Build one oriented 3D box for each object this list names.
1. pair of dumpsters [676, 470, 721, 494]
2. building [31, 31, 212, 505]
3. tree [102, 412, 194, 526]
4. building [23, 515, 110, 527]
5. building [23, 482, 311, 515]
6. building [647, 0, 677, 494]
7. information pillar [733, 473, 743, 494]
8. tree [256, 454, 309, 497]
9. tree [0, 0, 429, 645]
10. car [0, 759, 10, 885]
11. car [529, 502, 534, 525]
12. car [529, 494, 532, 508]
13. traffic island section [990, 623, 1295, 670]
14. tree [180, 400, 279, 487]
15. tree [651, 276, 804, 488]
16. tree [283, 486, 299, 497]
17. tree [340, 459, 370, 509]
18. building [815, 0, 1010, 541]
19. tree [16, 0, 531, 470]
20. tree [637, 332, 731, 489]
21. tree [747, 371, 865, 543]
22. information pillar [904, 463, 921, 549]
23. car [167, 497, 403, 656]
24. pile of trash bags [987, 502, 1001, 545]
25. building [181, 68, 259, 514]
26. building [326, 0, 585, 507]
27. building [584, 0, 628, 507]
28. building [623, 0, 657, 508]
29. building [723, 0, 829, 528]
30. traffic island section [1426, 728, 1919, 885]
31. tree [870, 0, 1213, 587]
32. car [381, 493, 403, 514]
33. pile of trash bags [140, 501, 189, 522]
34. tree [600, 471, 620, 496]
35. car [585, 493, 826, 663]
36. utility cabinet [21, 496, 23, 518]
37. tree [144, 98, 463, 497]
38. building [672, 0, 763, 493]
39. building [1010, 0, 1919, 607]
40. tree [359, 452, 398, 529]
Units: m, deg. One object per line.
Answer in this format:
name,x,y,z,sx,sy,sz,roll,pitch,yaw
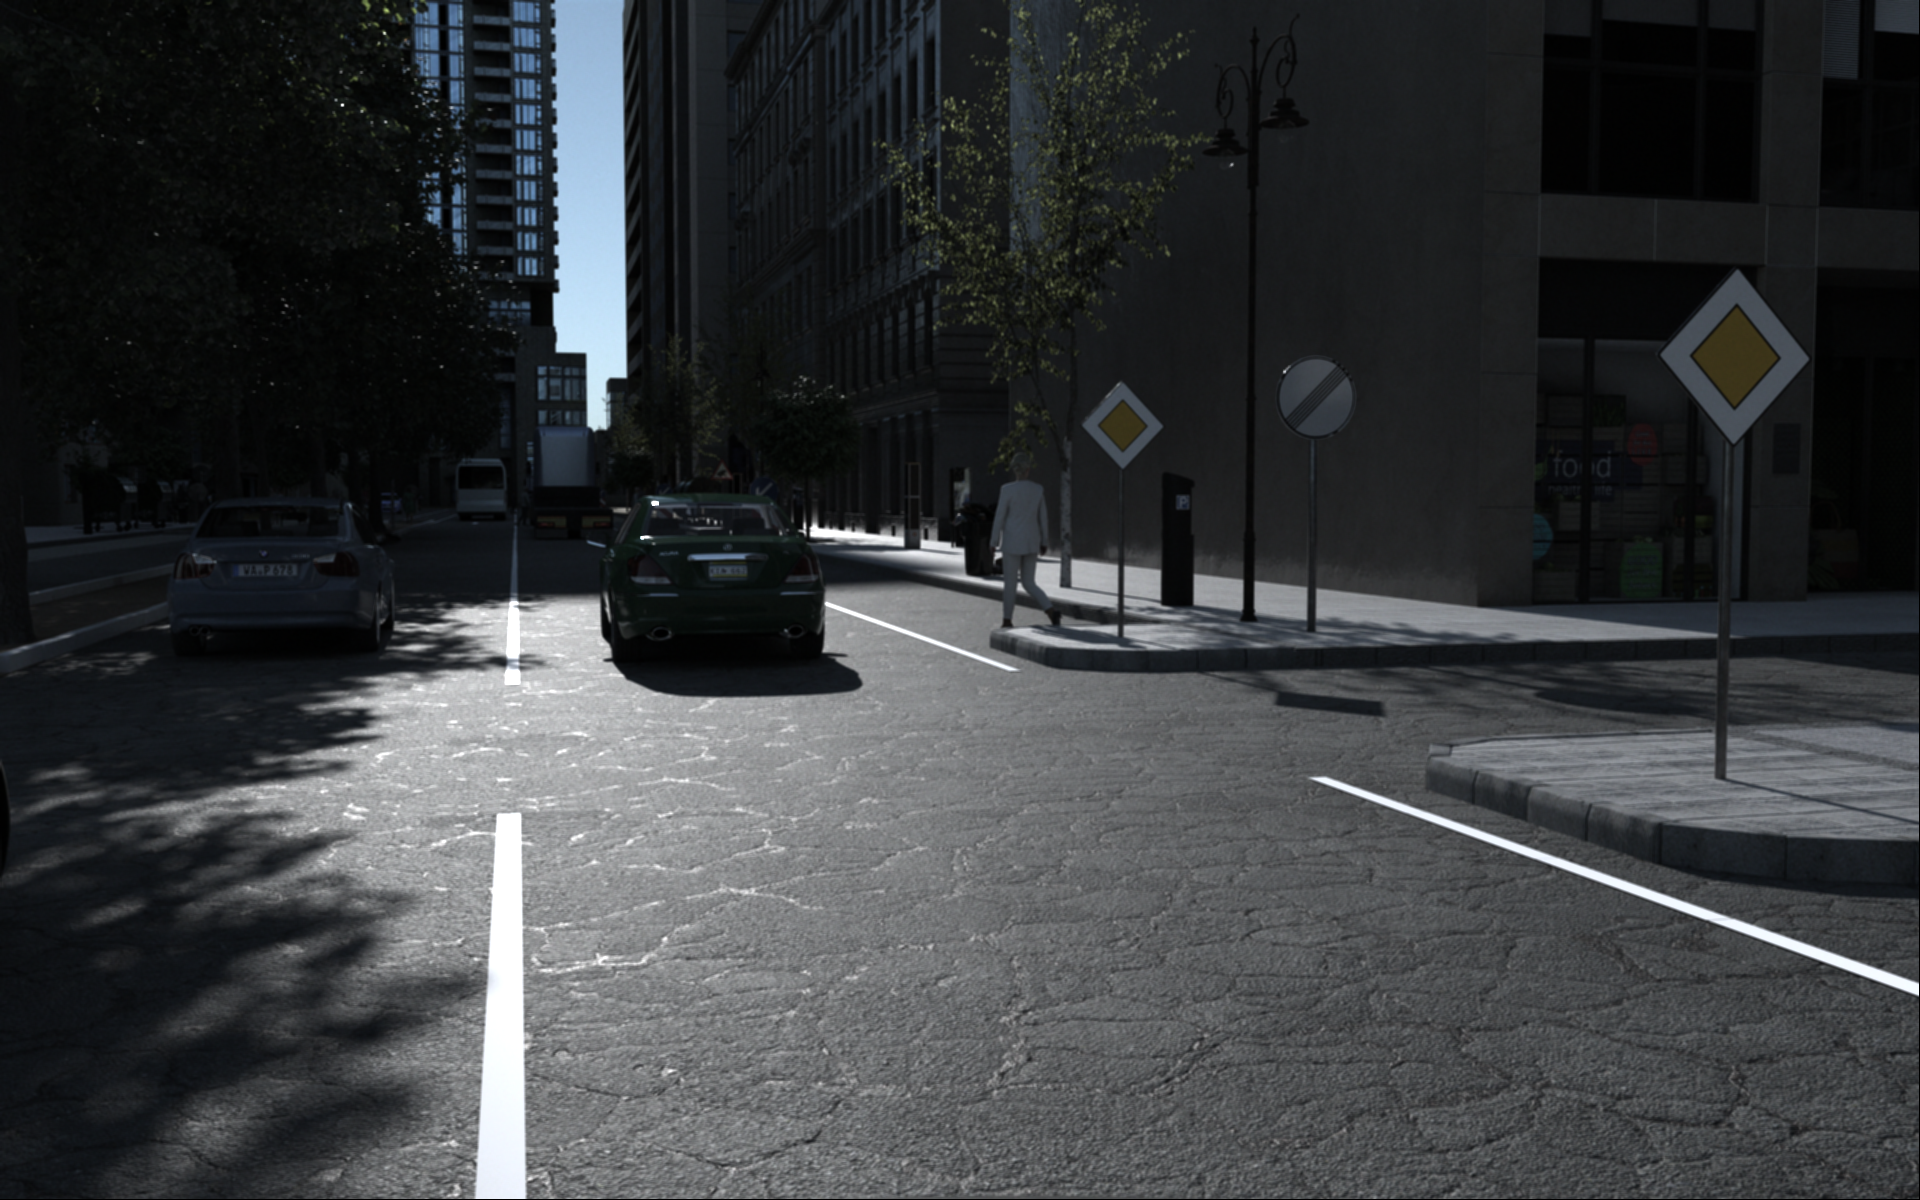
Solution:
pair of dumpsters,-10.681,-4.203,71.213,1.574,2.255,4.437,-1,4,-14
building,-56.396,-30.728,91.638,28.713,52.752,27.495,-1,4,-14
tree,-32.750,-5.275,69.965,4.285,4.588,4.351,0,3,0
building,-47.641,-13.086,58.989,27.650,21.520,28.899,-1,4,-14
building,-67.175,-17.856,136.991,28.899,21.520,27.650,-1,4,-14
building,-16.299,-29.522,132.797,14.600,45.320,14.200,-1,4,-14
information pillar,-7.819,-3.457,61.019,0.304,2.012,0.304,0,4,6
tree,-41.052,-7.450,105.525,4.285,4.588,4.351,0,3,0
tree,-9.302,-6.556,16.295,9.857,13.997,8.962,0,3,0
car,-3.465,0.372,3.703,2.009,1.686,4.222,-1,4,-13
car,-19.086,-4.209,80.617,2.131,1.459,4.920,-1,4,-14
car,-33.610,-7.659,137.225,2.014,1.417,4.499,-1,4,-14
traffic island section,1.461,0.411,15.561,2.009,0.180,2.903,-1,4,-14
tree,-37.321,-8.417,87.980,4.737,8.622,4.395,0,3,0
tree,-6.906,-6.564,57.687,4.737,8.622,4.395,0,3,0
tree,-43.482,-9.952,113.075,4.737,8.622,4.395,0,3,0
tree,-52.368,-10.226,150.915,4.285,4.588,4.351,0,3,0
building,1.721,-12.658,56.113,9.793,20.994,18.267,-1,4,-14
tree,-11.893,-6.630,27.870,9.611,12.733,9.660,0,3,0
tree,-12.372,-7.824,78.292,4.360,8.622,3.978,0,3,0
tree,-4.089,-3.838,46.473,4.285,4.588,4.351,0,3,0
information pillar,-1.120,-2.214,40.688,0.304,2.012,0.304,-2,4,-23
car,-6.471,-0.292,16.776,2.014,1.417,4.499,-1,4,-15
pile of trash bags,1.615,-2.139,44.731,1.912,1.369,3.447,1,4,17
building,-54.542,-28.362,113.826,14.600,45.320,14.200,-1,4,-14
building,-55.064,-52.948,178.379,31.000,86.520,22.319,-1,4,-14
building,-24.094,-53.401,185.769,31.000,86.520,22.319,-1,4,-14
building,-17.825,-32.288,151.605,21.300,48.544,21.600,-1,4,-14
building,-2.895,-17.144,77.570,12.463,27.353,25.104,-1,4,-14
traffic island section,3.444,0.884,7.825,2.009,0.180,2.903,-1,4,-14
tree,1.228,-4.484,23.675,4.360,8.622,3.978,0,3,0
car,-41.328,-7.078,125.314,1.945,1.707,3.694,-1,4,-15
pile of trash bags,-36.972,-4.244,79.141,3.447,1.369,1.912,1,4,10
tree,-29.559,-9.333,147.199,1.663,3.219,1.824,0,3,0
car,-2.421,-0.276,16.315,2.131,1.459,4.920,-1,4,-13
utility cabinet,-30.334,-2.680,54.979,1.020,1.237,0.306,-1,4,-18
tree,-14.524,-6.077,36.232,8.767,10.594,7.601,-1,4,-14
building,-8.068,-34.900,112.612,21.231,58.520,28.212,-1,4,-14
building,19.938,-13.930,32.278,34.151,26.468,19.350,-1,4,-14
tree,-23.431,-7.247,71.302,4.360,8.622,3.978,0,3,0
